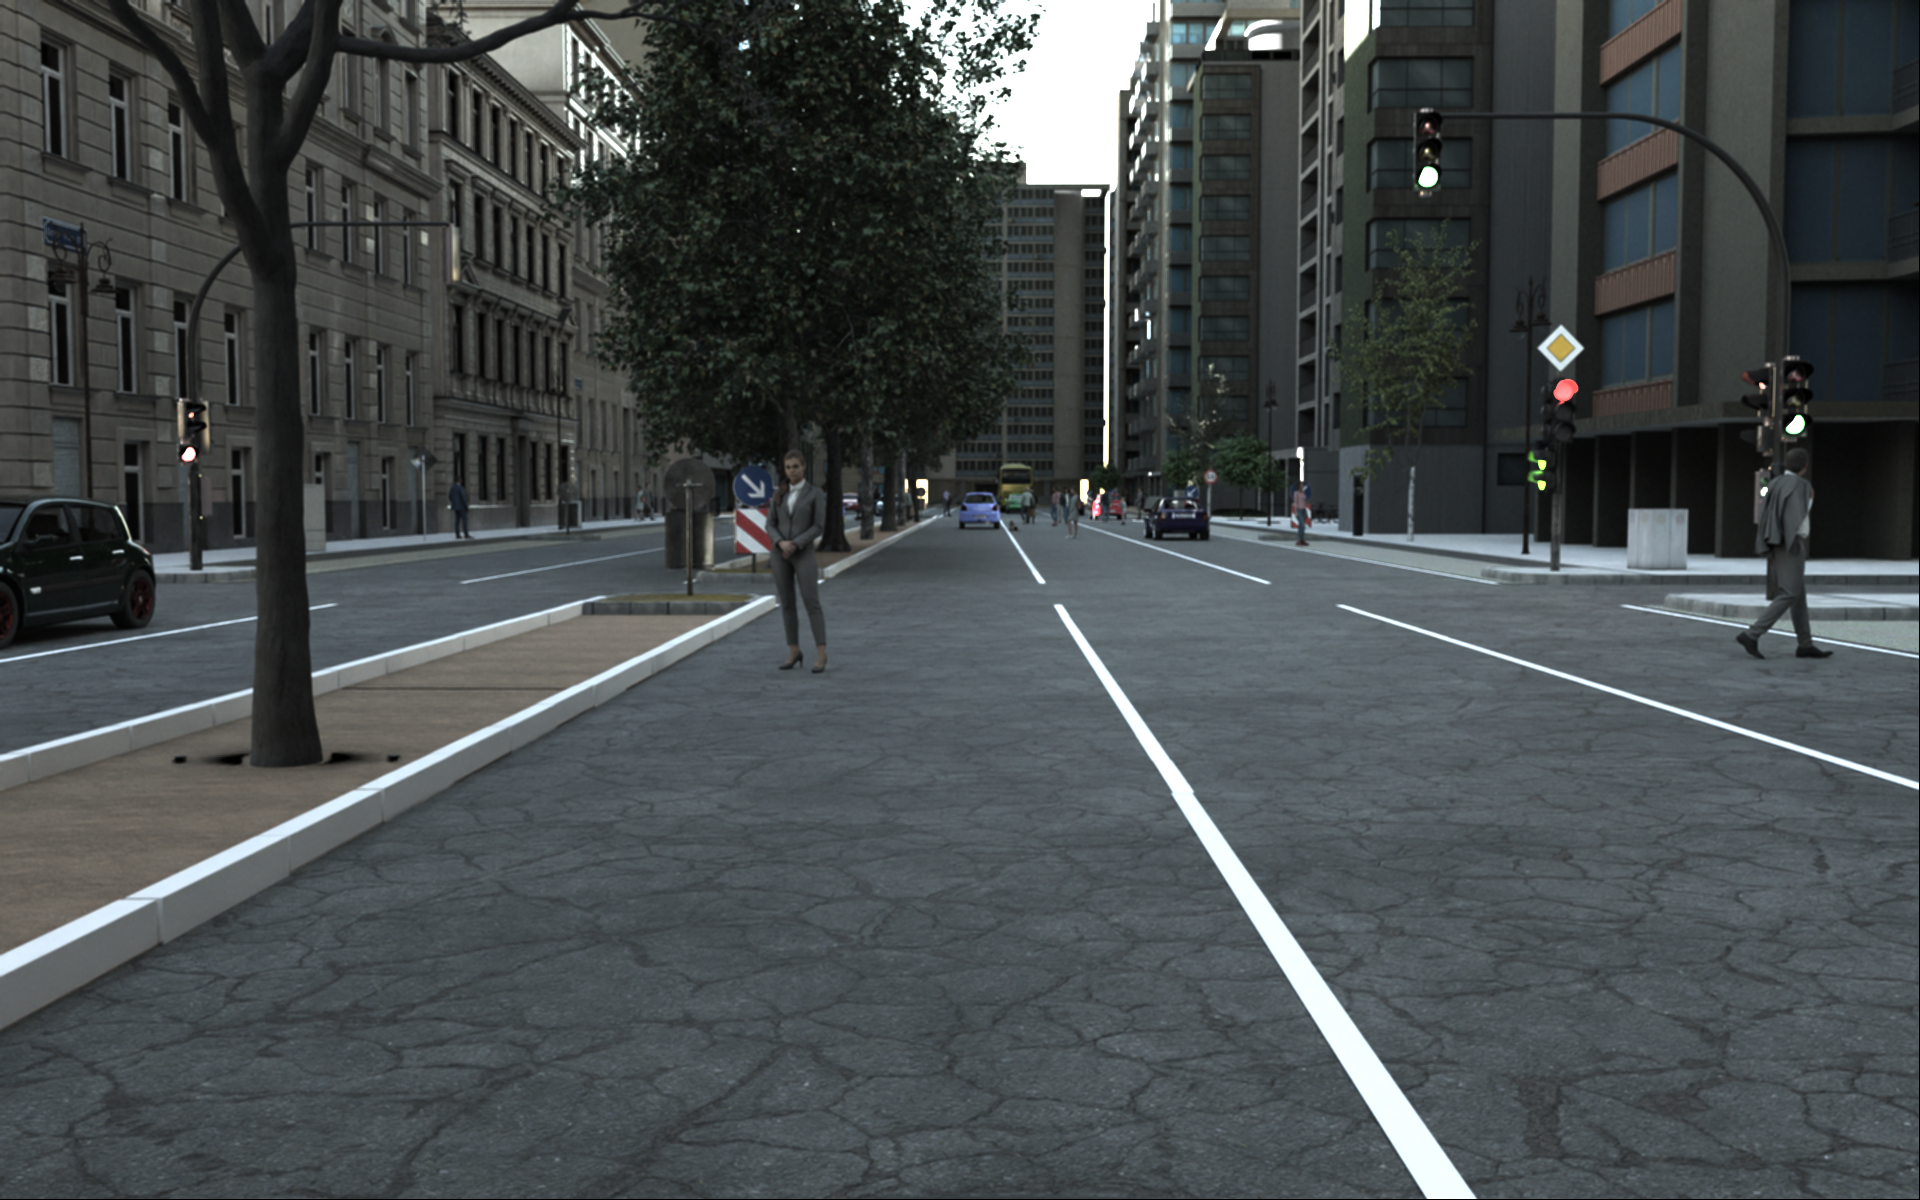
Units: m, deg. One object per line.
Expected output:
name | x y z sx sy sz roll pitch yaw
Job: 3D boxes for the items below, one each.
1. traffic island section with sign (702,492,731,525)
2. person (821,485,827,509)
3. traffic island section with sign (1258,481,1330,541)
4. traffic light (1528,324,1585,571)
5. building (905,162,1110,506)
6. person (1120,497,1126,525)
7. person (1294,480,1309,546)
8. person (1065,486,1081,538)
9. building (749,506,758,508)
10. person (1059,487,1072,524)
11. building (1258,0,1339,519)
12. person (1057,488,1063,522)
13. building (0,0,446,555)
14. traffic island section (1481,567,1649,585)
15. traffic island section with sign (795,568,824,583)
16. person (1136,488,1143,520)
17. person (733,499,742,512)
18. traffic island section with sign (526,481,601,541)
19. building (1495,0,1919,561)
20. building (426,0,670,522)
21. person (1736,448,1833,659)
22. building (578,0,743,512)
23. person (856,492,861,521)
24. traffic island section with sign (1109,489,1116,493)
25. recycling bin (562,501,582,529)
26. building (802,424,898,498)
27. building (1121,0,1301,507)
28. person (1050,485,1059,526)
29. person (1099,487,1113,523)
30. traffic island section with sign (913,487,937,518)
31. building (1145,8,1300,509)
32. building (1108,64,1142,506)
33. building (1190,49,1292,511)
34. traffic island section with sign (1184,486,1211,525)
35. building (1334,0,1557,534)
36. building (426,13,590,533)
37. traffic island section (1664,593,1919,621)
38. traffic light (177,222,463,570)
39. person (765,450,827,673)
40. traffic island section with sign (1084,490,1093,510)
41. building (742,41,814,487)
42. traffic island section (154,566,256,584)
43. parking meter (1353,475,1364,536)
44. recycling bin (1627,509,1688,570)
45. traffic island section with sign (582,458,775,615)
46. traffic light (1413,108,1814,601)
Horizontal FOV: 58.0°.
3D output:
traffic island section with sign | -11.881 -4.468 81.683 1.989 1.847 2.006 0 4 1
person | -5.704 -3.840 71.542 0.793 1.790 0.793 2 4 30
traffic island section with sign | 10.280 -2.744 53.488 1.989 1.847 2.006 0 4 1
traffic light | 9.908 -2.438 28.779 0.839 4.253 0.868 0 4 1
building | 5.162 -31.392 205.143 23.993 40.220 32.217 0 4 1
person | 7.556 -4.130 80.298 0.394 1.301 0.425 -2 4 -30
person | 9.375 -2.396 47.682 0.388 1.821 0.555 2 4 34
person | 3.706 -2.862 56.302 0.522 1.701 0.512 1 4 12
building | -32.311 -27.287 138.018 32.217 40.220 23.993 0 4 1
person | 5.001 -4.451 81.618 0.623 1.781 0.721 -3 4 -39
building | 28.065 -39.988 92.062 20.563 71.187 20.611 0 4 1
person | 5.046 -4.829 87.998 0.519 1.759 0.362 -1 4 -20
building | -22.634 -15.030 43.002 12.463 27.353 25.104 0 4 1
traffic island section | 9.948 -0.404 28.892 2.009 0.180 2.903 0 4 1
traffic island section with sign | -3.331 -1.259 28.724 2.006 1.907 1.989 0 4 1
person | 10.036 -5.433 97.607 0.573 1.790 0.520 -2 4 -27
person | -10.549 -4.202 82.221 0.505 1.210 0.382 0 4 0
traffic island section with sign | -12.254 -2.762 53.789 1.989 1.847 2.006 0 4 1
building | 28.743 -23.660 41.464 28.867 44.769 22.147 0 4 1
building | -22.549 -17.740 87.311 12.463 27.353 25.104 0 4 1
person | 7.219 -0.397 15.085 0.850 1.850 0.679 0 4 5
building | -26.671 -30.045 114.935 21.300 48.544 21.600 0 4 1
person | -5.161 -5.118 92.138 0.622 1.834 0.822 -2 4 -33
traffic island section with sign | 11.271 -7.462 130.638 1.989 1.847 2.006 0 4 1
recycling bin | -14.408 -3.164 64.289 0.722 1.027 0.722 -1 4 -12
building | -21.514 -21.941 203.768 28.899 21.520 27.650 0 4 1
building | 27.630 -33.174 161.997 23.786 49.044 30.456 0 4 1
person | 4.295 -4.286 78.581 0.388 1.821 0.555 -2 4 -34
person | 7.338 -4.765 86.748 0.623 1.781 0.721 -1 4 -14
traffic island section with sign | -2.367 -5.854 103.857 2.006 1.907 1.989 0 4 1
building | 31.347 -27.105 135.043 32.217 40.220 23.993 0 4 1
building | 27.885 -35.190 199.064 21.600 48.544 21.300 0 4 1
building | 22.364 -21.085 116.440 14.160 30.474 14.107 0 4 1
traffic island section with sign | 10.624 -4.427 81.017 1.989 1.847 2.006 0 4 1
building | 20.252 -17.727 61.539 14.160 30.474 14.107 0 4 1
building | -21.329 -12.279 65.391 10.561 19.102 19.286 0 4 1
traffic island section | 9.844 0.084 20.908 2.009 0.180 2.903 0 4 1
traffic light | -10.759 -3.327 29.064 4.771 5.953 1.251 0 4 1
person | -1.338 -0.324 14.076 0.520 1.790 0.573 0 4 0
traffic island section with sign | 11.632 -9.111 157.591 1.989 1.847 2.006 0 4 1
building | -30.766 -52.192 166.018 31.000 86.520 22.319 0 4 1
traffic island section | -12.892 -0.423 29.192 2.009 0.180 2.903 0 4 1
parking meter | 12.230 -2.903 53.172 0.255 1.863 0.399 0 4 3
recycling bin | 11.912 -1.042 29.585 0.722 1.027 0.722 -1 4 -11
traffic island section with sign | -3.436 -0.806 21.318 2.006 1.907 1.989 0 4 1
traffic light | 7.711 -2.814 20.680 4.771 5.953 1.251 0 4 1
